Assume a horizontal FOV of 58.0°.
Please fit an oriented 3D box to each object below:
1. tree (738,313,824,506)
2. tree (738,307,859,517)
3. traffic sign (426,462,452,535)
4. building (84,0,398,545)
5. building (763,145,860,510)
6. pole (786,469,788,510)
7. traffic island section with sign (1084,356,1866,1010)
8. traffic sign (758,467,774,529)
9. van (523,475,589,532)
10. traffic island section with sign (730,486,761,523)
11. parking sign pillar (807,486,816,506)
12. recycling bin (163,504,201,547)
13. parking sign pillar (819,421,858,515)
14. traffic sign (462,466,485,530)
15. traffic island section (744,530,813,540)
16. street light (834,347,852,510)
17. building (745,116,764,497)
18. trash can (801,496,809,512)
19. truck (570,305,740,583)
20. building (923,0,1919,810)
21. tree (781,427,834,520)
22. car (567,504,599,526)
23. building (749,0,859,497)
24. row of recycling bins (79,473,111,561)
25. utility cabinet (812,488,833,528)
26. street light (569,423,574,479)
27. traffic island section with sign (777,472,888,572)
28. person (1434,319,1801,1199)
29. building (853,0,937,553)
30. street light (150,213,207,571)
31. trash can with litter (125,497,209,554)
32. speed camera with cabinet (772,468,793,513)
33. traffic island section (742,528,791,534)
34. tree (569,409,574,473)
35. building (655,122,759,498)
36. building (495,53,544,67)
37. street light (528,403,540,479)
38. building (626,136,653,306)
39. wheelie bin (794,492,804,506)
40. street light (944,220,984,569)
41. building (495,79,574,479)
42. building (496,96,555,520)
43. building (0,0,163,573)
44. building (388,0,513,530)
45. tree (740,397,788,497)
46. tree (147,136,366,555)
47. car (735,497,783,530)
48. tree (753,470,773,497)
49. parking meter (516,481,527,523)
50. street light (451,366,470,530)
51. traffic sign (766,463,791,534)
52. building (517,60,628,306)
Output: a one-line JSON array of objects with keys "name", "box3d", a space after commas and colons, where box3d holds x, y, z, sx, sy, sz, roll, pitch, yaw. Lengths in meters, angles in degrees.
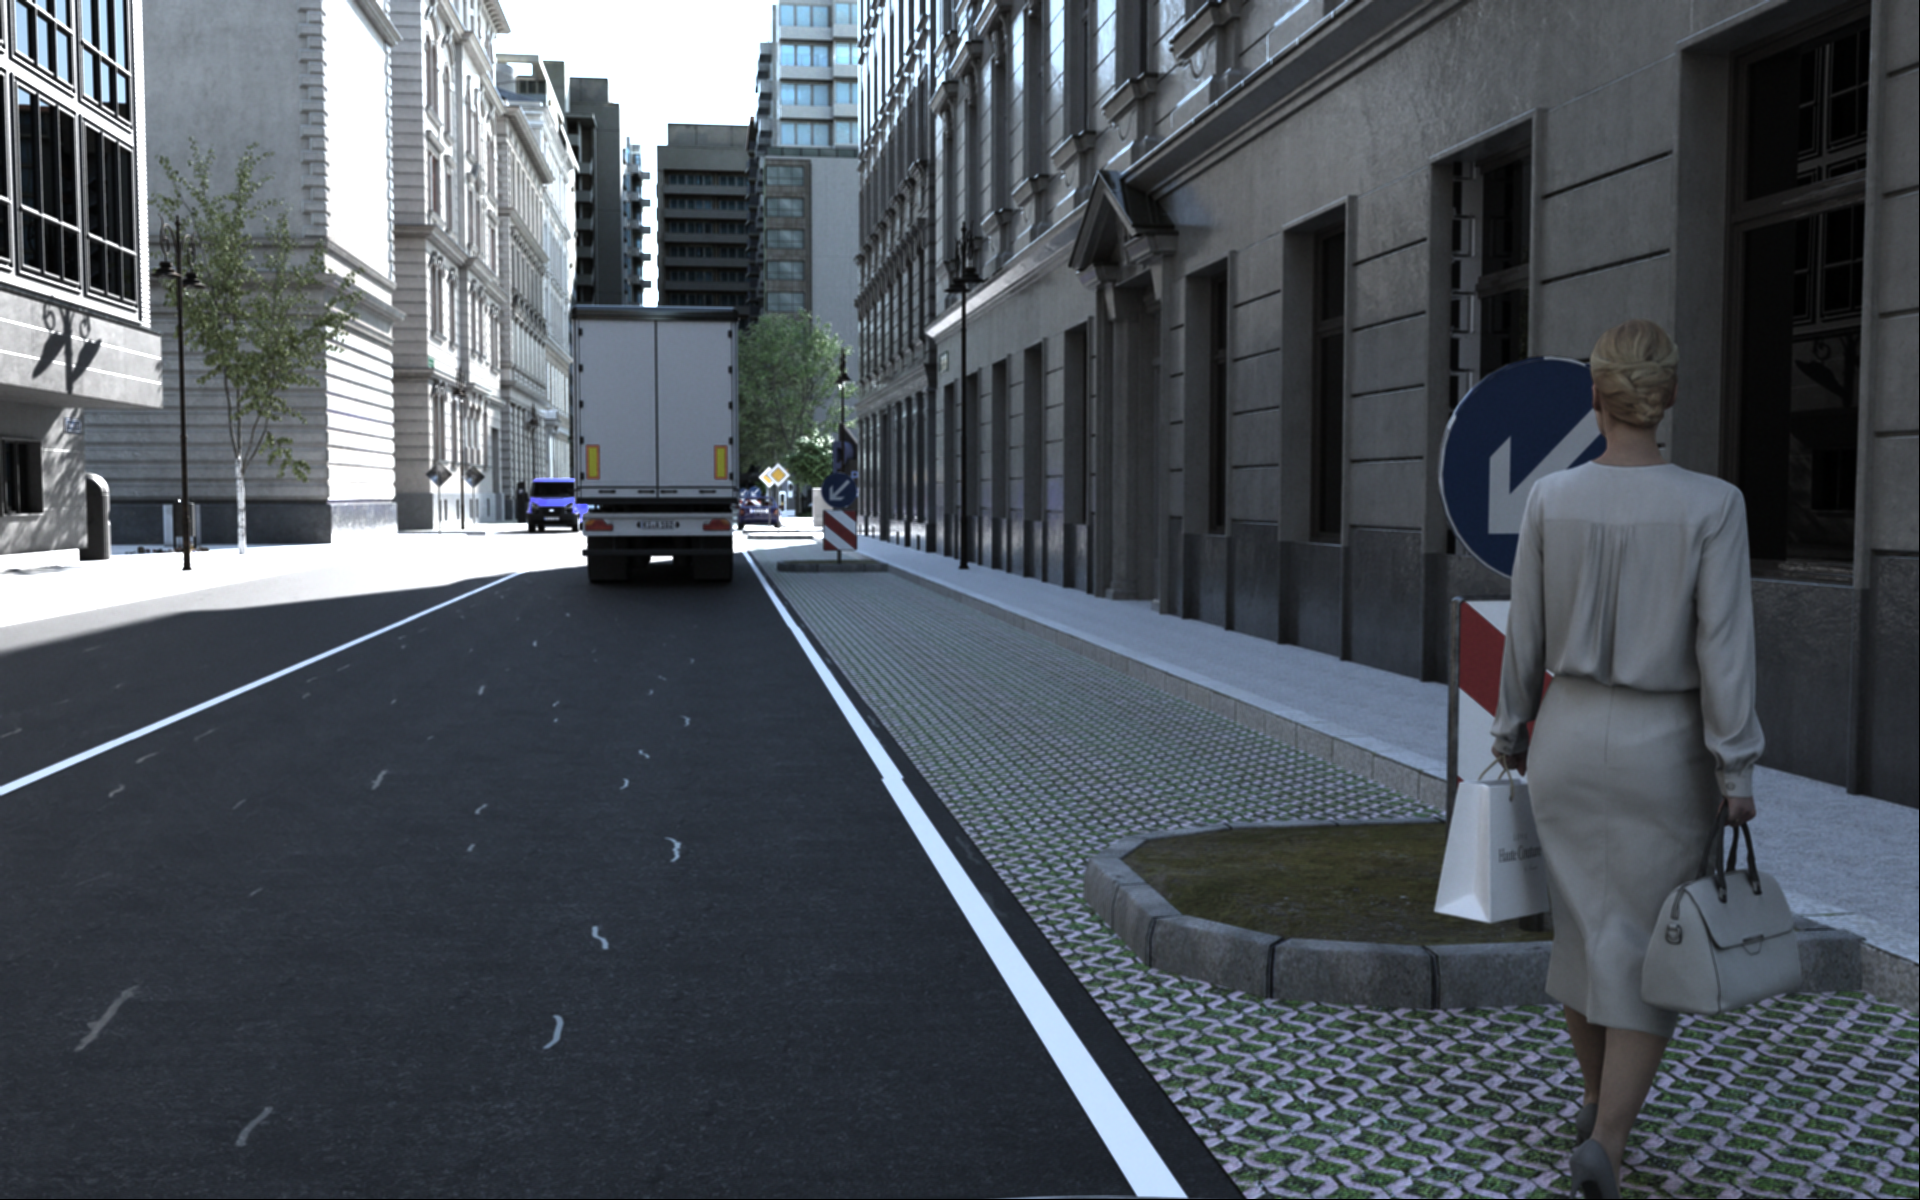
[{"name": "tree", "box3d": [-11.982, -11.654, 108.668, 7.486, 12.596, 7.792, 0, 3, 0]}, {"name": "tree", "box3d": [-9.255, -10.493, 97.313, 9.928, 11.665, 9.643, 0, 3, 0]}, {"name": "traffic sign", "box3d": [-16.119, -3.057, 53.623, 0.795, 2.450, 0.064, -1, 4, -8]}, {"name": "building", "box3d": [-25.945, -13.347, 47.101, 19.941, 23.489, 11.050, -1, 4, -8]}, {"name": "building", "box3d": [-9.703, -23.003, 147.797, 14.160, 30.474, 14.107, -1, 4, -8]}, {"name": "pole", "box3d": [-13.837, -8.847, 138.487, 0.158, 3.312, 0.155, 0, 3, 0]}, {"name": "traffic island section with sign", "box3d": [1.481, 0.176, 5.755, 1.989, 1.847, 2.006, -1, 4, -8]}, {"name": "traffic sign", "box3d": [-6.938, -3.631, 63.012, 0.795, 2.450, 0.064, -1, 4, -8]}, {"name": "van", "box3d": [-15.499, -3.815, 66.752, 2.240, 2.365, 5.245, 0, 4, -8]}, {"name": "traffic island section with sign", "box3d": [-10.476, -4.820, 87.433, 1.989, 1.847, 2.006, -1, 4, -8]}, {"name": "parking sign pillar", "box3d": [-11.248, -8.963, 135.024, 1.447, 3.967, 1.447, 1, 4, 21]}, {"name": "recycling bin", "box3d": [-19.067, -1.829, 42.457, 0.722, 1.027, 0.722, -1, 4, -13]}, {"name": "parking sign pillar", "box3d": [-4.174, -4.589, 63.508, 1.447, 3.967, 1.447, -2, 4, -33]}, {"name": "traffic sign", "box3d": [-17.276, -3.540, 61.525, 0.795, 2.450, 0.064, -1, 4, -8]}, {"name": "traffic island section", "box3d": [-5.759, -2.013, 55.191, 2.009, 0.180, 2.903, -1, 4, -8]}, {"name": "street light", "box3d": [-3.692, -5.003, 54.583, 0.468, 5.910, 1.993, -1, 4, -8]}, {"name": "building", "box3d": [-13.389, -33.347, 199.851, 22.147, 44.769, 28.867, -1, 4, -8]}, {"name": "trash can", "box3d": [-10.042, -6.095, 111.299, 0.748, 1.137, 0.748, 0, 3, 0]}, {"name": "truck", "box3d": [-5.380, -2.600, 31.417, 2.839, 4.237, 11.283, -1, 4, -9]}, {"name": "building", "box3d": [10.383, -14.669, 16.250, 17.030, 29.872, 44.131, -1, 4, -8]}, {"name": "tree", "box3d": [-7.040, -6.181, 84.769, 4.285, 4.588, 4.351, 0, 3, 0]}, {"name": "car", "box3d": [-16.770, -4.186, 78.224, 2.009, 1.686, 4.222, 0, 4, -7]}, {"name": "building", "box3d": [-8.716, -33.693, 170.482, 23.786, 49.044, 30.456, -1, 4, -8]}, {"name": "row of recycling bins", "box3d": [-18.284, -1.633, 33.811, 3.534, 1.692, 1.069, 1, 4, 9]}, {"name": "utility cabinet", "box3d": [-4.947, -3.452, 65.115, 1.173, 1.500, 0.318, -1, 4, -15]}, {"name": "street light", "box3d": [-25.164, -8.537, 112.368, 0.468, 5.910, 1.993, -1, 4, -8]}, {"name": "traffic island section with sign", "box3d": [-2.420, -1.456, 32.428, 1.989, 1.847, 2.006, -1, 4, -8]}, {"name": "person", "box3d": [1.293, 0.328, 3.495, 0.624, 1.780, 0.694, -3, 4, -39]}, {"name": "building", "box3d": [2.599, -12.092, 46.857, 9.793, 20.994, 18.267, -1, 4, -8]}, {"name": "street light", "box3d": [-12.959, -3.430, 28.865, 0.468, 5.910, 1.993, -1, 4, -8]}, {"name": "trash can with litter", "box3d": [-17.446, -1.650, 38.027, 1.678, 1.210, 2.233, 2, 4, 31]}, {"name": "speed camera with cabinet", "box3d": [-11.912, -7.449, 116.134, 0.660, 3.252, 2.038, 1, 4, 20]}, {"name": "traffic island section", "box3d": [-6.916, -2.496, 63.092, 2.009, 0.180, 2.903, -1, 4, -8]}, {"name": "tree", "box3d": [-28.944, -11.171, 133.009, 4.360, 8.622, 3.978, 0, 3, 0]}, {"name": "building", "box3d": [-29.230, -37.101, 230.305, 21.600, 48.544, 21.300, -1, 4, -8]}, {"name": "building", "box3d": [-46.777, -27.776, 146.014, 32.217, 40.220, 23.993, -1, 4, -8]}, {"name": "street light", "box3d": [-21.558, -7.029, 87.713, 0.468, 5.910, 1.993, -1, 4, -8]}, {"name": "building", "box3d": [-55.743, -37.184, 227.558, 30.456, 49.044, 23.786, -1, 4, -8]}, {"name": "wheelie bin", "box3d": [-11.588, -7.142, 124.679, 0.693, 1.594, 0.980, -1, 4, -12]}, {"name": "street light", "box3d": [0.065, -3.471, 29.544, 0.468, 5.910, 1.993, -1, 4, -8]}, {"name": "building", "box3d": [-32.608, -20.006, 113.009, 13.634, 28.700, 20.117, -1, 4, -8]}, {"name": "building", "box3d": [-28.254, -16.191, 93.600, 11.050, 23.489, 19.941, -1, 4, -8]}, {"name": "building", "box3d": [-19.559, -13.738, 18.130, 14.314, 27.812, 24.014, -1, 4, -8]}, {"name": "building", "box3d": [-26.634, -17.365, 71.310, 14.401, 28.519, 23.554, -1, 4, -8]}, {"name": "tree", "box3d": [-14.140, -10.802, 126.982, 4.737, 8.622, 4.395, 0, 3, 0]}, {"name": "tree", "box3d": [-14.947, -5.255, 36.274, 4.737, 8.622, 4.395, 0, 3, 0]}, {"name": "car", "box3d": [-8.103, -3.505, 69.879, 1.945, 1.354, 3.894, 0, 4, -7]}, {"name": "tree", "box3d": [-15.825, -8.833, 139.027, 1.663, 3.219, 1.824, 0, 3, 0]}, {"name": "parking meter", "box3d": [-19.569, -4.378, 77.285, 0.399, 1.863, 0.255, 0, 4, -2]}, {"name": "street light", "box3d": [-17.949, -5.479, 62.361, 0.468, 5.910, 1.993, -1, 4, -8]}, {"name": "traffic sign", "box3d": [-5.781, -3.148, 55.111, 0.795, 2.450, 0.064, -1, 4, -8]}, {"name": "building", "box3d": [-49.111, -35.119, 197.901, 21.600, 48.544, 21.300, -1, 4, -8]}]
